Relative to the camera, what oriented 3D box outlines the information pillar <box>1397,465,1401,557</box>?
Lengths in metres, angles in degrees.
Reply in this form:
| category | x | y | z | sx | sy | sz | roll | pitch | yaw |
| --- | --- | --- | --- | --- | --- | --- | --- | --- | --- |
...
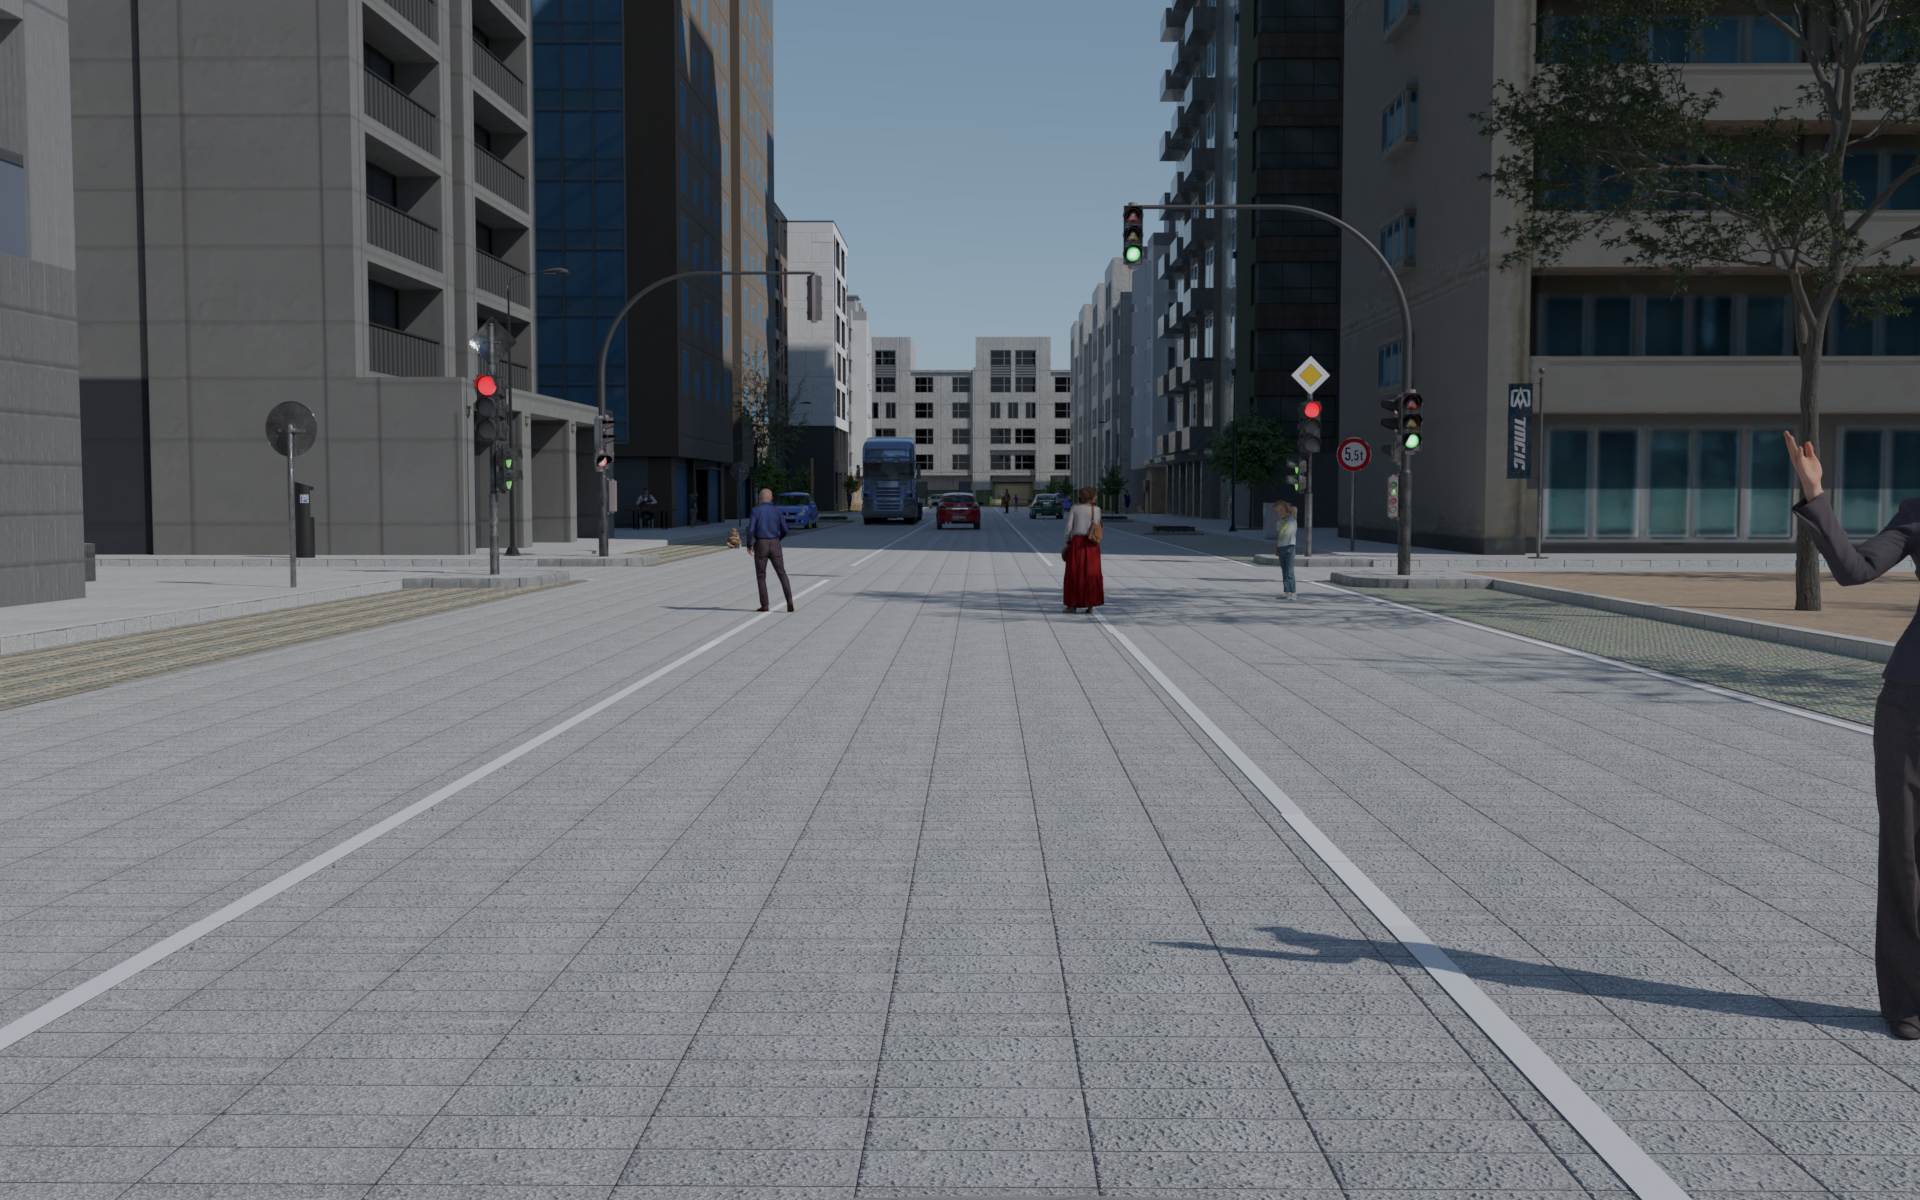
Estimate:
| category | x | y | z | sx | sy | sz | roll | pitch | yaw |
| --- | --- | --- | --- | --- | --- | --- | --- | --- | --- |
| information pillar | 9.029 | -2.685 | 35.253 | 0.183 | 3.616 | 0.504 | 1 | 4 | 9 |

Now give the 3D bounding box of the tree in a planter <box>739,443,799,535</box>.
| category | x | y | z | sx | sy | sz | roll | pitch | yaw |
| --- | --- | --- | --- | --- | --- | --- | --- | --- | --- |
| tree in a planter | -6.706 | -3.879 | 60.645 | 1.991 | 3.239 | 1.994 | 0 | 4 | 1 |

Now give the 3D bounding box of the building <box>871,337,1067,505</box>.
| category | x | y | z | sx | sy | sz | roll | pitch | yaw |
| --- | --- | --- | --- | --- | --- | --- | --- | --- | --- |
| building | 1.848 | -20.601 | 203.290 | 31.486 | 18.905 | 16.747 | 0 | 4 | 1 |

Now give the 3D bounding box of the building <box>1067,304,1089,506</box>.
| category | x | y | z | sx | sy | sz | roll | pitch | yaw |
| --- | --- | --- | --- | --- | --- | --- | --- | --- | --- |
| building | 19.959 | -18.535 | 169.506 | 16.747 | 18.905 | 31.486 | 0 | 4 | 1 |

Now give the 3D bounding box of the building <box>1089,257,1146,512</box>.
| category | x | y | z | sx | sy | sz | roll | pitch | yaw |
| --- | --- | --- | --- | --- | --- | --- | --- | --- | --- |
| building | 19.860 | -16.606 | 137.960 | 16.747 | 18.905 | 31.486 | 0 | 4 | 1 |

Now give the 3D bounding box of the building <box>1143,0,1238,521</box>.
| category | x | y | z | sx | sy | sz | roll | pitch | yaw |
| --- | --- | --- | --- | --- | --- | --- | --- | --- | --- |
| building | 22.809 | -29.039 | 94.401 | 23.786 | 49.044 | 30.456 | 0 | 4 | 1 |

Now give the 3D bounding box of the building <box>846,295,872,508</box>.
| category | x | y | z | sx | sy | sz | roll | pitch | yaw |
| --- | --- | --- | --- | --- | --- | --- | --- | --- | --- |
| building | -16.250 | -18.713 | 162.379 | 16.016 | 20.091 | 11.380 | 0 | 4 | 1 |

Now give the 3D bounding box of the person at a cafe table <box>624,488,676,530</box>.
| category | x | y | z | sx | sy | sz | roll | pitch | yaw |
| --- | --- | --- | --- | --- | --- | --- | --- | --- | --- |
| person at a cafe table | -11.361 | -3.336 | 63.055 | 1.698 | 1.524 | 1.622 | -2 | 4 | -23 |

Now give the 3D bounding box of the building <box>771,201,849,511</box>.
| category | x | y | z | sx | sy | sz | roll | pitch | yaw |
| --- | --- | --- | --- | --- | --- | --- | --- | --- | --- |
| building | -23.390 | -17.346 | 127.582 | 27.936 | 21.610 | 32.646 | 0 | 4 | 1 |

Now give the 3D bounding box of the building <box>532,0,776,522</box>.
| category | x | y | z | sx | sy | sz | roll | pitch | yaw |
| --- | --- | --- | --- | --- | --- | --- | --- | --- | --- |
| building | -17.723 | -27.079 | 92.855 | 14.600 | 45.320 | 14.200 | 0 | 4 | 1 |

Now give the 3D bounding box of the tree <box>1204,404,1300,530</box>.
| category | x | y | z | sx | sy | sz | roll | pitch | yaw |
| --- | --- | --- | --- | --- | --- | --- | --- | --- | --- |
| tree | 10.604 | -4.836 | 62.785 | 4.285 | 4.588 | 4.351 | 0 | 3 | 0 |

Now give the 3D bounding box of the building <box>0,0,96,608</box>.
| category | x | y | z | sx | sy | sz | roll | pitch | yaw |
| --- | --- | --- | --- | --- | --- | --- | --- | --- | --- |
| building | -24.856 | -28.948 | 15.304 | 28.212 | 58.520 | 21.231 | 0 | 4 | 1 |

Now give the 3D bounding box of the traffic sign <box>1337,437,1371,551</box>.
| category | x | y | z | sx | sy | sz | roll | pitch | yaw |
| --- | --- | --- | --- | --- | --- | --- | --- | --- | --- |
| traffic sign | 8.850 | -2.379 | 38.996 | 0.768 | 2.556 | 0.104 | 0 | 4 | 2 |

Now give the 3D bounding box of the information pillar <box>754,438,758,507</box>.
| category | x | y | z | sx | sy | sz | roll | pitch | yaw |
| --- | --- | --- | --- | --- | --- | --- | --- | --- | --- |
| information pillar | -8.618 | -5.002 | 73.137 | 0.183 | 3.616 | 0.504 | -1 | 4 | -17 |

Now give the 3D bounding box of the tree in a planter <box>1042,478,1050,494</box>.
| category | x | y | z | sx | sy | sz | roll | pitch | yaw |
| --- | --- | --- | --- | --- | --- | --- | --- | --- | --- |
| tree in a planter | 8.727 | -10.222 | 164.359 | 1.991 | 3.239 | 1.994 | 0 | 4 | 1 |

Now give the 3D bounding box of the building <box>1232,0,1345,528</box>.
| category | x | y | z | sx | sy | sz | roll | pitch | yaw |
| --- | --- | --- | --- | --- | --- | --- | --- | --- | --- |
| building | 18.267 | -18.358 | 71.853 | 14.160 | 30.474 | 14.107 | 0 | 4 | 1 |

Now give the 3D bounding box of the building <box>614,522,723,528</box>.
| category | x | y | z | sx | sy | sz | roll | pitch | yaw |
| --- | --- | --- | --- | --- | --- | --- | --- | --- | --- |
| building | -17.324 | -25.723 | 70.690 | 14.600 | 45.320 | 14.200 | 0 | 4 | 1 |

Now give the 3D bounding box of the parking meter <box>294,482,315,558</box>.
| category | x | y | z | sx | sy | sz | roll | pitch | yaw |
| --- | --- | --- | --- | --- | --- | --- | --- | --- | --- |
| parking meter | -13.183 | -1.616 | 34.838 | 0.372 | 1.533 | 0.369 | 0 | 3 | 0 |

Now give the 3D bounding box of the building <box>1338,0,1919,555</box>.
| category | x | y | z | sx | sy | sz | roll | pitch | yaw |
| --- | --- | --- | --- | --- | --- | --- | --- | --- | --- |
| building | 21.643 | -25.791 | 45.393 | 21.600 | 48.544 | 21.300 | 0 | 4 | 1 |

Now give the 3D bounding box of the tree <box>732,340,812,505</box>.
| category | x | y | z | sx | sy | sz | roll | pitch | yaw |
| --- | --- | --- | --- | --- | --- | --- | --- | --- | --- |
| tree | -9.420 | -8.147 | 83.569 | 4.360 | 8.622 | 3.978 | 0 | 3 | 0 |

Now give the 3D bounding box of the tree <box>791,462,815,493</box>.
| category | x | y | z | sx | sy | sz | roll | pitch | yaw |
| --- | --- | --- | --- | --- | --- | --- | --- | --- | --- |
| tree | -9.724 | -6.823 | 106.156 | 1.663 | 3.219 | 1.824 | 0 | 3 | 0 |

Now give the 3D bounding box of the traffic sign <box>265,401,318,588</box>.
| category | x | y | z | sx | sy | sz | roll | pitch | yaw |
| --- | --- | --- | --- | --- | --- | --- | --- | --- | --- |
| traffic sign | -9.157 | -1.444 | 23.716 | 0.768 | 2.556 | 0.104 | 1 | 4 | 9 |

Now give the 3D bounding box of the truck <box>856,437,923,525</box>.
| category | x | y | z | sx | sy | sz | roll | pitch | yaw |
| --- | --- | --- | --- | --- | --- | --- | --- | --- | --- |
| truck | -3.293 | -5.997 | 87.816 | 2.967 | 4.110 | 18.799 | 0 | 3 | 0 |

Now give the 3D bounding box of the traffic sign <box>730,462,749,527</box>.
| category | x | y | z | sx | sy | sz | roll | pitch | yaw |
| --- | --- | --- | --- | --- | --- | --- | --- | --- | --- |
| traffic sign | -8.634 | -4.146 | 67.892 | 0.768 | 2.556 | 0.104 | 0 | 4 | 4 |

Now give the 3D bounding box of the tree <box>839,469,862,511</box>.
| category | x | y | z | sx | sy | sz | roll | pitch | yaw |
| --- | --- | --- | --- | --- | --- | --- | --- | --- | --- |
| tree | -8.306 | -8.441 | 132.610 | 1.663 | 3.219 | 1.824 | 0 | 3 | 0 |

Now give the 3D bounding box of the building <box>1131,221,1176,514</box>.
| category | x | y | z | sx | sy | sz | roll | pitch | yaw |
| --- | --- | --- | --- | --- | --- | --- | --- | --- | --- |
| building | 19.742 | -15.909 | 116.530 | 16.016 | 20.091 | 11.380 | 0 | 4 | 1 |

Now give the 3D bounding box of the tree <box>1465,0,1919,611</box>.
| category | x | y | z | sx | sy | sz | roll | pitch | yaw |
| --- | --- | --- | --- | --- | --- | --- | --- | --- | --- |
| tree | 9.019 | -5.157 | 18.736 | 7.601 | 10.594 | 8.767 | -1 | 4 | -13 |

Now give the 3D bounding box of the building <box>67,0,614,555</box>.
| category | x | y | z | sx | sy | sz | roll | pitch | yaw |
| --- | --- | --- | --- | --- | --- | --- | --- | --- | --- |
| building | -20.465 | -37.084 | 44.579 | 20.563 | 71.187 | 20.611 | 0 | 4 | 1 |

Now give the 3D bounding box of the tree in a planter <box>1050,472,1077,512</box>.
| category | x | y | z | sx | sy | sz | roll | pitch | yaw |
| --- | --- | --- | --- | --- | --- | --- | --- | --- | --- |
| tree in a planter | 8.396 | -8.558 | 137.146 | 1.991 | 3.239 | 1.994 | 0 | 4 | 1 |

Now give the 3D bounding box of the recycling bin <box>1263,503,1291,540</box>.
| category | x | y | z | sx | sy | sz | roll | pitch | yaw |
| --- | --- | --- | --- | --- | --- | --- | --- | --- | --- |
| recycling bin | 8.984 | -2.232 | 49.054 | 0.722 | 1.027 | 0.722 | 0 | 4 | 4 |

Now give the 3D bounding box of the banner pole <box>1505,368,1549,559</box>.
| category | x | y | z | sx | sy | sz | roll | pitch | yaw |
| --- | --- | --- | --- | --- | --- | --- | --- | --- | --- |
| banner pole | 11.285 | -2.716 | 34.419 | 0.863 | 3.779 | 0.401 | 1 | 4 | 16 |

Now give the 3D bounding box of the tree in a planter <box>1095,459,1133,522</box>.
| category | x | y | z | sx | sy | sz | roll | pitch | yaw |
| --- | --- | --- | --- | --- | --- | --- | --- | --- | --- |
| tree in a planter | 7.794 | -5.579 | 88.440 | 1.991 | 3.239 | 1.994 | 0 | 4 | 1 |
